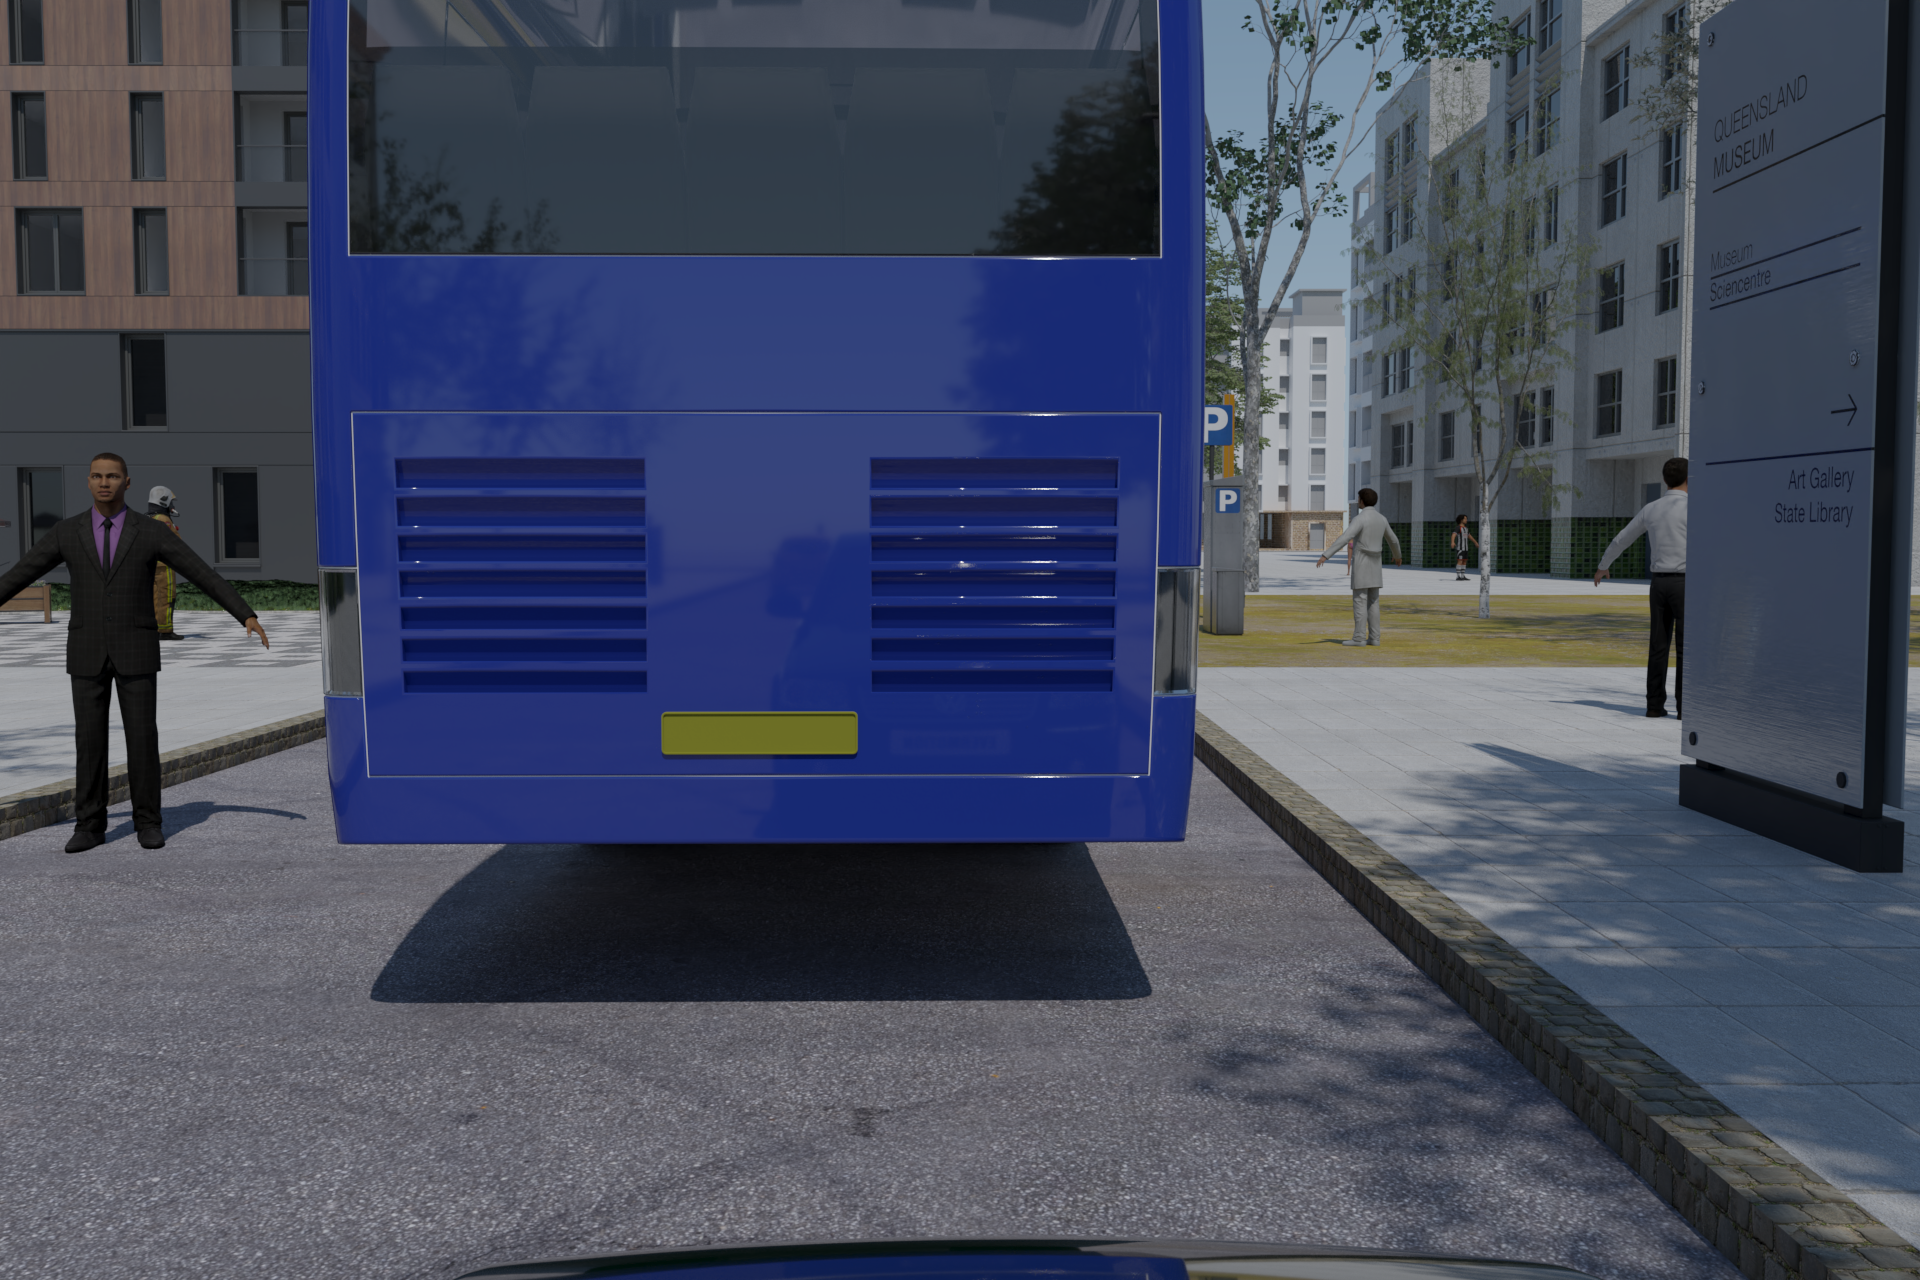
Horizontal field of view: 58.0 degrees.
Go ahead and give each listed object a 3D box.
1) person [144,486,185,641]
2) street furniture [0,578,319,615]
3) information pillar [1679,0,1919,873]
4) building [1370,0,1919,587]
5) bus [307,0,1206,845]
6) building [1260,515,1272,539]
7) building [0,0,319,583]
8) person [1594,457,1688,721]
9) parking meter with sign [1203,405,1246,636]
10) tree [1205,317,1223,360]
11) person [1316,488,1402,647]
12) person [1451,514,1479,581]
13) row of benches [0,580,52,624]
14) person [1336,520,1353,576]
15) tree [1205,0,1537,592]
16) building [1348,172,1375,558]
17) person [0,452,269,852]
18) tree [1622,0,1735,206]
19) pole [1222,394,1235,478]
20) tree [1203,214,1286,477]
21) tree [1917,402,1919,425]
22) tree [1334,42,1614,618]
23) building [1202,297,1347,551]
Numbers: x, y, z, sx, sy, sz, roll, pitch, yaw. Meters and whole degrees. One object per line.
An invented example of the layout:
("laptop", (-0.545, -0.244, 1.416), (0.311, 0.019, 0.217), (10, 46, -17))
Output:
("person", (-9.614, -0.927, 20.931), (1.354, 1.858, 0.705), (3, 5, 41))
("street furniture", (-11.521, -0.880, 30.013), (10.072, 0.657, 5.734), (0, 4, 4))
("information pillar", (3.486, -0.976, 7.268), (0.184, 3.620, 1.656), (0, 3, 0))
("building", (25.820, -11.680, 57.433), (16.747, 18.905, 31.486), (0, 3, 0))
("bus", (-0.662, -1.184, 10.899), (2.896, 3.916, 12.251), (0, 4, -1))
("building", (24.189, -18.713, 172.414), (16.747, 18.905, 31.486), (0, 4, 0))
("building", (-25.140, -13.169, 59.282), (27.936, 21.610, 32.646), (0, 4, 0))
("person", (4.986, -0.359, 12.032), (0.704, 1.810, 1.344), (-3, 5, -39))
("parking meter with sign", (3.415, -1.612, 22.613), (0.543, 3.016, 1.738), (0, 4, -1))
("tree", (6.196, -8.600, 66.366), (9.928, 11.665, 9.643), (0, 3, 0))
("person", (4.635, -0.836, 19.853), (1.347, 1.806, 0.705), (-2, 4, -34))
("person", (13.796, -2.529, 47.500), (1.345, 1.843, 0.704), (-3, 5, -43))
("row of benches", (-14.793, -0.531, 24.139), (4.104, 0.672, 1.422), (-2, 4, -25))
("person", (12.150, -2.860, 53.571), (1.217, 1.733, 0.721), (1, 4, 9))
("tree", (7.868, -11.104, 37.437), (12.611, 20.169, 13.585), (0, 3, 0))
("building", (26.012, -14.398, 91.833), (16.016, 20.090, 11.380), (0, 3, 0))
("person", (-3.870, 0.047, 7.908), (1.346, 1.802, 0.704), (-1, 4, -17))
("tree", (11.291, -6.526, 17.072), (12.009, 13.543, 11.850), (0, 3, 0))
("pole", (3.924, -1.929, 25.389), (0.158, 3.312, 0.155), (0, 3, 0))
("tree", (6.677, -8.465, 56.523), (7.486, 12.596, 7.792), (0, 3, 0))
("tree", (6.519, -3.553, 8.448), (4.360, 8.622, 3.978), (0, 3, 0))
("tree", (8.142, -4.645, 26.301), (4.360, 8.622, 3.978), (0, 3, 0))
("building", (23.494, -17.691, 145.665), (16.016, 20.090, 11.380), (0, 4, 1))
